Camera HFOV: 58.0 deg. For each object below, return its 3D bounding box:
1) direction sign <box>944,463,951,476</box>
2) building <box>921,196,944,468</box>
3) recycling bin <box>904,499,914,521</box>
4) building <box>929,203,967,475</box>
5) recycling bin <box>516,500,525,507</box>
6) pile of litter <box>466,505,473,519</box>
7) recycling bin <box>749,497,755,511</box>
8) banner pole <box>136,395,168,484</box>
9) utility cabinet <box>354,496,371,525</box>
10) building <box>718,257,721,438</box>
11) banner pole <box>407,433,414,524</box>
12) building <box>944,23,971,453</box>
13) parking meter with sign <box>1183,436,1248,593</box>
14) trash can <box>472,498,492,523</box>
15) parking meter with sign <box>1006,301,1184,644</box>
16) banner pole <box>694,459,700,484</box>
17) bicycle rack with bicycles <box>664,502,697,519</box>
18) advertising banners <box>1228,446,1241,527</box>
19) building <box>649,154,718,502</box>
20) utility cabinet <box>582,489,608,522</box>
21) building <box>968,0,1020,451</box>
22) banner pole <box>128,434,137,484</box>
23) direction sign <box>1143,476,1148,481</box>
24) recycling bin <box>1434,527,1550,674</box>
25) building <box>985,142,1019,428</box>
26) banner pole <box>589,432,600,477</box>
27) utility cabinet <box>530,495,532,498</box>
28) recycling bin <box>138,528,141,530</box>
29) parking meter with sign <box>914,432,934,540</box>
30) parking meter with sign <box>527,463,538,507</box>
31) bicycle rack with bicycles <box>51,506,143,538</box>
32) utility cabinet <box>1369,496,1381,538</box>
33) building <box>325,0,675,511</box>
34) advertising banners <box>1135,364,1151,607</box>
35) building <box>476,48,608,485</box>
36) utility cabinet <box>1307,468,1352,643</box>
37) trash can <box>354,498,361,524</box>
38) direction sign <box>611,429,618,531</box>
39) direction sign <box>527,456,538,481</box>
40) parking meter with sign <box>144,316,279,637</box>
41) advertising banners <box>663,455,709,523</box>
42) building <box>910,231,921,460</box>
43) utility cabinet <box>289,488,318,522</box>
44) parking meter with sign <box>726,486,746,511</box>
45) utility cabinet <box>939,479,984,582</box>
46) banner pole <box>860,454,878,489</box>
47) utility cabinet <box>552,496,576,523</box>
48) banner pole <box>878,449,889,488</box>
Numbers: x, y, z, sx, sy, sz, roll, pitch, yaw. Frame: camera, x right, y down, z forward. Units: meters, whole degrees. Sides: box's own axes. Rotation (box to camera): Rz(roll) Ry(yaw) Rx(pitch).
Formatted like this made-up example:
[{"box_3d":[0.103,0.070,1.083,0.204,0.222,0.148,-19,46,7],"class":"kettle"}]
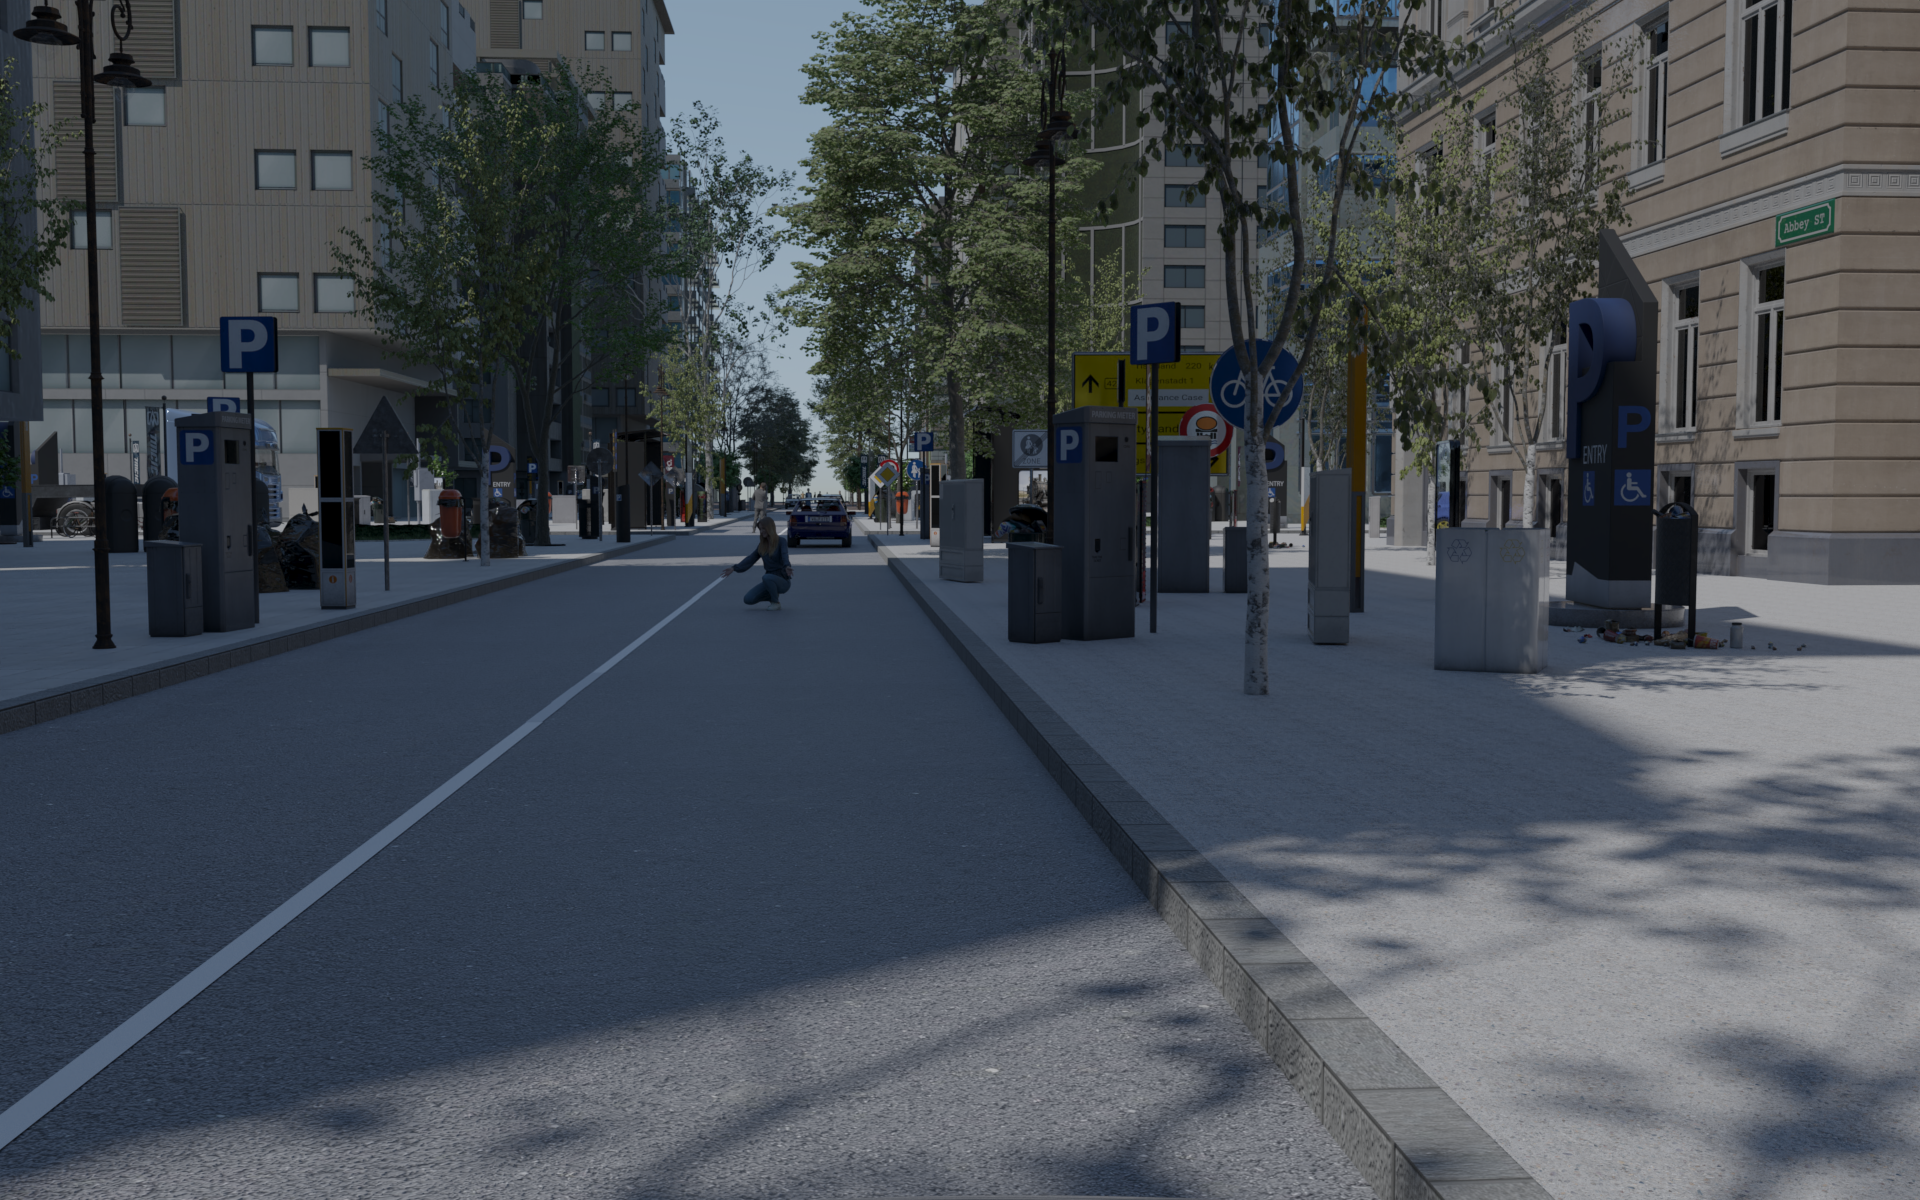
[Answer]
[{"box_3d":[-0.744,-8.170,125.571,0.876,3.537,0.379,1,4,14],"class":"direction sign"},{"box_3d":[1.398,-37.289,259.791,14.600,45.320,14.200,0,4,-4],"class":"building"},{"box_3d":[-2.575,-4.234,81.780,0.722,1.027,0.722,0,4,6],"class":"recycling bin"},{"box_3d":[2.466,-34.378,245.676,14.154,41.232,14.086,0,4,-4],"class":"building"},{"box_3d":[-19.630,-3.967,77.419,0.722,1.027,0.722,-2,4,-30],"class":"recycling bin"},{"box_3d":[-24.585,-4.508,87.678,1.719,0.858,1.176,2,4,23],"class":"pile of litter"},{"box_3d":[-15.423,-7.215,130.524,0.722,1.027,0.722,2,4,33],"class":"recycling bin"},{"box_3d":[-20.249,-3.289,43.792,0.401,3.779,0.863,1,4,19],"class":"banner pole"},{"box_3d":[-24.250,-3.588,69.828,0.306,1.237,1.020,2,4,29],"class":"utility cabinet"},{"box_3d":[-49.664,-40.078,274.885,23.786,49.044,30.456,0,4,-4],"class":"building"},{"box_3d":[-22.445,-4.936,70.717,0.401,3.779,0.863,0,4,4],"class":"banner pole"},{"box_3d":[13.480,-36.624,188.048,28.713,52.752,27.495,0,4,-4],"class":"building"},{"box_3d":[2.916,-1.605,22.505,1.738,3.016,0.543,0,4,3],"class":"parking meter with sign"},{"box_3d":[-17.729,-3.215,64.218,0.748,1.137,0.748,0,3,0],"class":"trash can"},{"box_3d":[1.176,-1.169,15.377,1.738,3.016,0.543,-3,5,-42],"class":"parking meter with sign"},{"box_3d":[-17.367,-7.633,114.812,0.863,3.779,0.401,0,4,6],"class":"banner pole"},{"box_3d":[-15.251,-4.772,91.406,2.925,0.926,2.852,3,5,41],"class":"bicycle rack with bicycles"},{"box_3d":[9.951,-4.065,62.643,0.090,3.025,2.074,1,4,20],"class":"advertising banners"},{"box_3d":[-47.633,-38.177,243.794,23.786,49.044,30.456,0,4,-4],"class":"building"},{"box_3d":[-16.780,-4.349,79.785,1.173,1.500,0.318,0,3,0],"class":"utility cabinet"},{"box_3d":[12.214,-33.016,163.516,21.300,48.544,21.600,0,4,-4],"class":"building"},{"box_3d":[-34.088,-4.985,71.524,0.863,3.779,0.401,2,4,33],"class":"banner pole"},{"box_3d":[11.392,-7.135,108.661,0.876,3.537,0.379,0,4,-8],"class":"direction sign"},{"box_3d":[3.925,-0.013,12.761,0.722,1.027,0.722,2,4,25],"class":"recycling bin"},{"box_3d":[8.943,-22.862,145.499,14.160,30.474,14.107,0,4,-4],"class":"building"},{"box_3d":[-14.711,-4.873,69.697,0.863,3.779,0.401,3,5,42],"class":"banner pole"},{"box_3d":[-25.434,-5.703,104.399,1.020,1.237,0.306,2,4,24],"class":"utility cabinet"},{"box_3d":[-29.331,-3.072,62.786,0.722,1.027,0.722,1,4,21],"class":"recycling bin"},{"box_3d":[-0.852,-3.260,49.566,0.543,3.016,1.738,1,4,11],"class":"parking meter with sign"},{"box_3d":[-23.813,-6.183,97.351,0.543,3.016,1.738,-2,4,-29],"class":"parking meter with sign"},{"box_3d":[-25.545,-2.316,51.251,2.925,0.926,2.852,1,4,11],"class":"bicycle rack with bicycles"},{"box_3d":[12.190,-2.436,50.985,0.306,1.237,1.020,1,4,11],"class":"utility cabinet"},{"box_3d":[-43.545,-35.613,171.508,28.713,52.752,27.495,0,4,-4],"class":"building"},{"box_3d":[2.157,-1.486,20.476,0.090,3.025,2.074,1,4,11],"class":"advertising banners"},{"box_3d":[-44.369,-27.753,145.642,32.217,40.220,23.993,0,4,-4],"class":"building"},{"box_3d":[3.222,-0.399,15.198,0.318,1.500,1.173,1,4,9],"class":"utility cabinet"},{"box_3d":[-22.950,-3.279,65.261,0.748,1.137,0.748,0,3,0],"class":"trash can"},{"box_3d":[-12.044,-4.192,60.542,0.379,3.537,0.876,-1,4,-20],"class":"direction sign"},{"box_3d":[-25.397,-6.807,103.298,0.876,3.537,0.379,1,4,11],"class":"direction sign"},{"box_3d":[-7.026,-1.223,16.260,0.543,3.016,1.738,0,4,3],"class":"parking meter with sign"},{"box_3d":[-12.353,-5.010,78.103,2.074,3.025,0.090,-1,4,-19],"class":"advertising banners"},{"box_3d":[3.236,-38.361,281.833,22.147,44.769,28.867,0,4,-4],"class":"building"},{"box_3d":[-24.769,-3.481,65.594,1.173,1.500,0.318,0,4,1],"class":"utility cabinet"},{"box_3d":[-17.344,-8.396,133.538,1.738,3.016,0.543,-3,5,-41],"class":"parking meter with sign"},{"box_3d":[0.003,-1.028,25.488,0.318,1.500,1.173,-1,4,-19],"class":"utility cabinet"},{"box_3d":[-5.164,-6.471,95.810,0.863,3.779,0.401,-3,4,-36],"class":"banner pole"},{"box_3d":[-17.306,-3.950,75.746,1.020,1.237,0.306,-1,4,-12],"class":"utility cabinet"},{"box_3d":[-4.187,-6.493,96.172,0.863,3.779,0.401,-1,4,-9],"class":"banner pole"}]
